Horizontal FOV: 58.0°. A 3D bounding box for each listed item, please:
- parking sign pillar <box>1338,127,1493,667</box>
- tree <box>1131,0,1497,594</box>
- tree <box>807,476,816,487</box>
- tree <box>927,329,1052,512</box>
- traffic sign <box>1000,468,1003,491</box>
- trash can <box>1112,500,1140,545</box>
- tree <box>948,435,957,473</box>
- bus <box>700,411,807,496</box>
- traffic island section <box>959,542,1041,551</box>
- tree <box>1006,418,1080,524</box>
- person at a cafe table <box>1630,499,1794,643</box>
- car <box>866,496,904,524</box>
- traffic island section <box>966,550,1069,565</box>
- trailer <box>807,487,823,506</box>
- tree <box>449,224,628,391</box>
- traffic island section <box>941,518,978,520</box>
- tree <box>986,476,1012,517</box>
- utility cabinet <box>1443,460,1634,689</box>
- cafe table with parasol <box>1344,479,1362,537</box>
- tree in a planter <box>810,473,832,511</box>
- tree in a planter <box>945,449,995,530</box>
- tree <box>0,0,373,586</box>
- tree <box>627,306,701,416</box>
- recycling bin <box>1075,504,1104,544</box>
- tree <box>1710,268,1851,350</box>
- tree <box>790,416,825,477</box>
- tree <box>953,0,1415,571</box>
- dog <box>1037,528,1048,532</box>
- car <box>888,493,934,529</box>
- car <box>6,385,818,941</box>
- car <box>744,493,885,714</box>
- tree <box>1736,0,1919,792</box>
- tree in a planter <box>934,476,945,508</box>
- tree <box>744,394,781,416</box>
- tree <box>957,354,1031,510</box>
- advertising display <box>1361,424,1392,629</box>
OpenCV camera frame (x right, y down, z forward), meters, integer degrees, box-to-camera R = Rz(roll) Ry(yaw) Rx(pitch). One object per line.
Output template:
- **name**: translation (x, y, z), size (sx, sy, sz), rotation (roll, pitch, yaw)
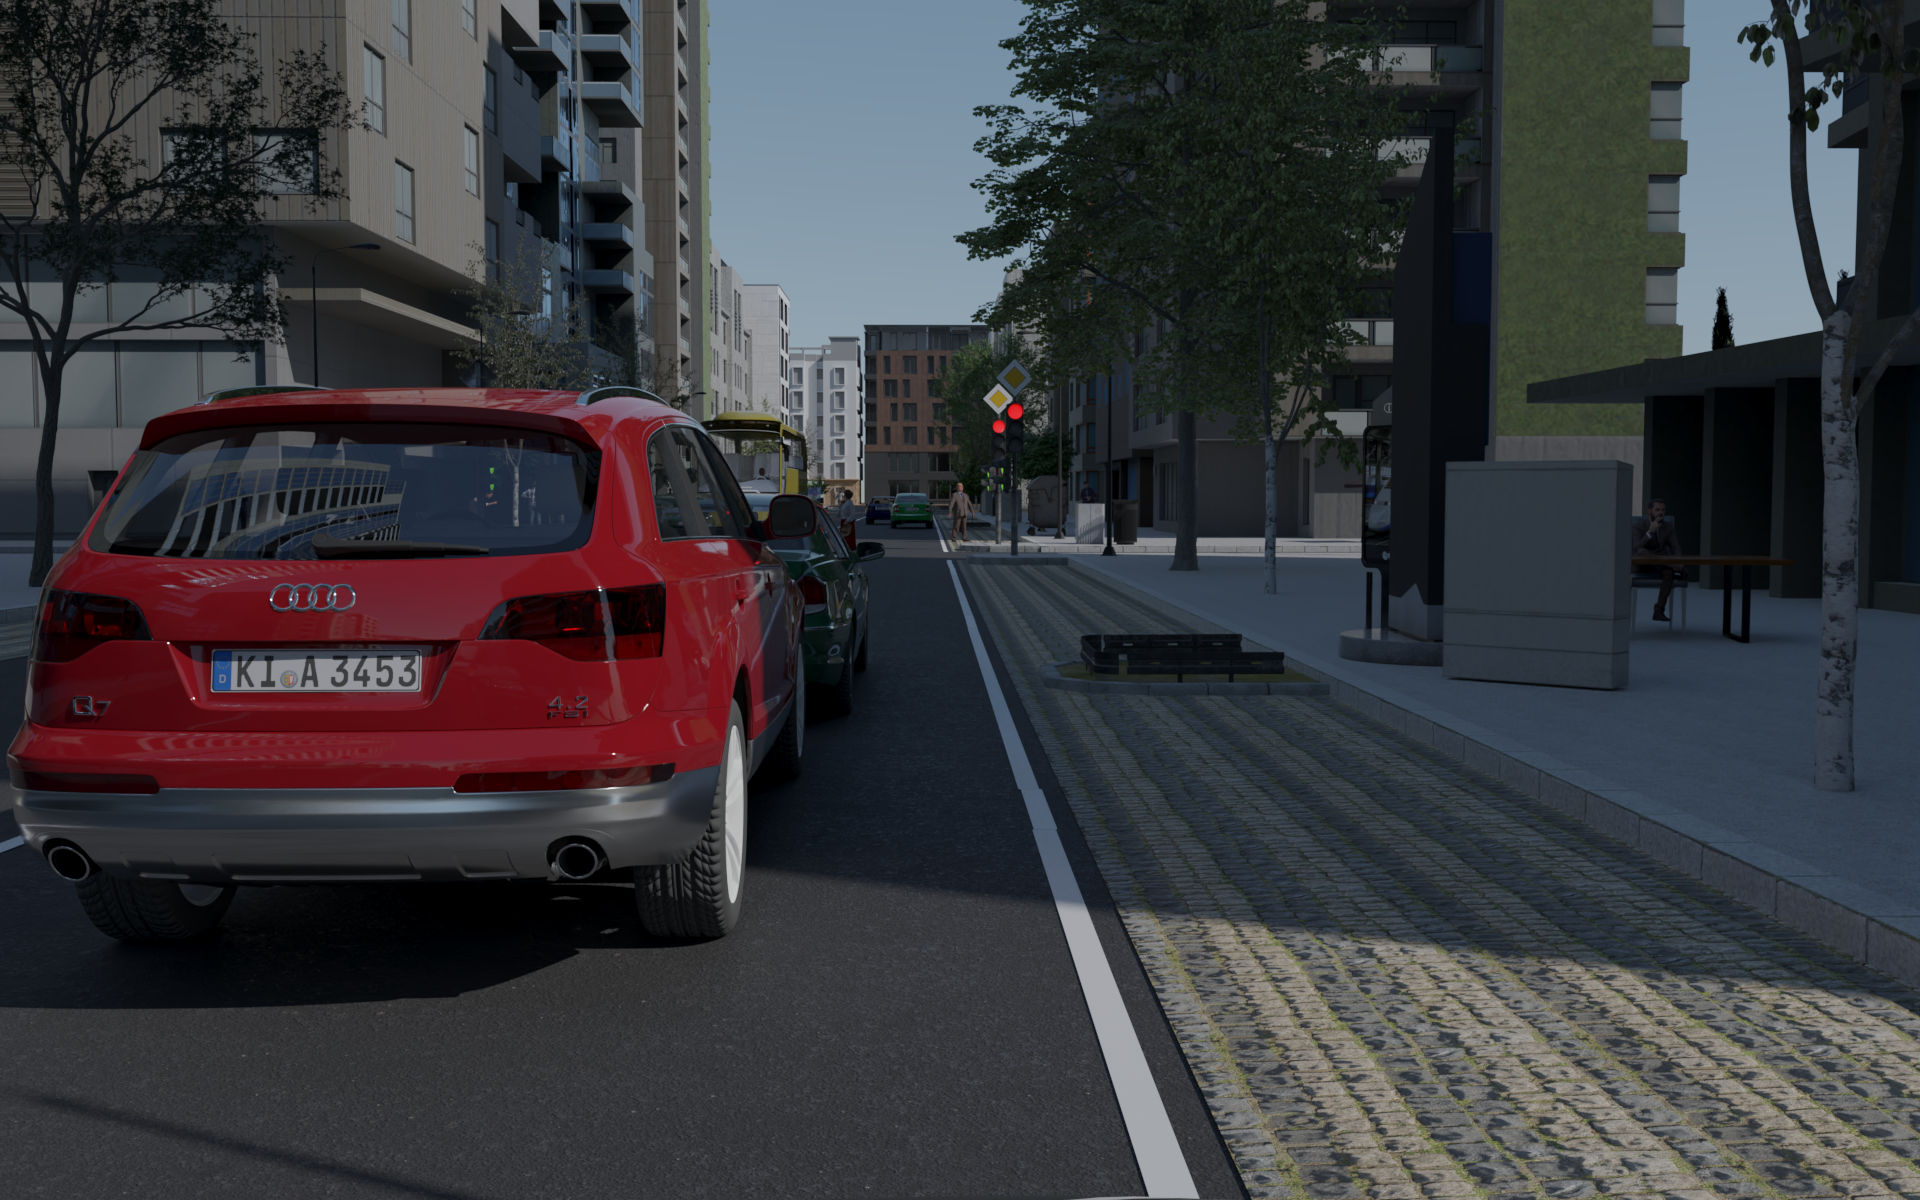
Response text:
- **parking sign pillar**: translation (3.704, -1.528, 13.452), size (1.447, 3.967, 1.447), rotation (0, 4, 1)
- **tree**: translation (4.171, -4.370, 21.811), size (4.737, 8.622, 4.395), rotation (0, 3, 0)
- **tree**: translation (-15.909, -11.821, 187.879), size (1.663, 3.219, 1.824), rotation (0, 3, 0)
- **tree**: translation (2.235, -11.165, 108.307), size (9.928, 11.665, 9.643), rotation (0, 3, 0)
- **traffic sign**: translation (2.010, -5.239, 85.767), size (0.768, 2.556, 0.104), rotation (0, 4, 1)
- **trash can**: translation (4.187, -1.969, 43.852), size (0.748, 1.137, 0.748), rotation (0, 3, 0)
- **tree**: translation (1.630, -11.242, 134.175), size (4.737, 8.622, 4.395), rotation (0, 3, 0)
- **bus**: translation (-6.445, -3.868, 54.793), size (2.896, 3.916, 12.252), rotation (0, 4, -2)
- **traffic island section**: translation (0.998, -1.338, 44.155), size (2.009, 0.180, 2.903), rotation (0, 4, -1)
- **tree**: translation (3.603, -5.582, 74.985), size (4.285, 4.588, 4.351), rotation (0, 3, 0)
- **person at a cafe table**: translation (6.404, -0.295, 15.680), size (1.698, 1.238, 1.726), rotation (1, 4, 12)
- **car**: translation (-3.582, -4.310, 83.043), size (1.945, 1.354, 3.894), rotation (0, 4, 1)
- **traffic island section**: translation (1.157, -0.850, 36.172), size (2.009, 0.180, 2.903), rotation (0, 4, -1)
- **trailer**: translation (-11.919, -8.129, 139.950), size (1.471, 1.999, 3.904), rotation (0, 4, 1)
- **tree**: translation (-12.299, -5.989, 48.280), size (4.360, 8.622, 3.978), rotation (0, 3, 0)
- **traffic island section**: translation (-0.049, -4.466, 95.883), size (1.991, 0.108, 1.994), rotation (0, 4, -1)
- **tree**: translation (2.190, -6.390, 99.078), size (1.663, 3.219, 1.824), rotation (0, 3, 0)
- **utility cabinet**: translation (3.883, -0.183, 11.672), size (1.173, 1.500, 0.318), rotation (3, 5, 41)
- **cafe table with parasol**: translation (11.475, -2.506, 45.838), size (2.610, 1.966, 2.610), rotation (3, 4, 39)
- **tree in a planter**: translation (-11.839, -9.118, 146.303), size (1.991, 3.239, 1.994), rotation (0, 4, -1)
- **tree in a planter**: translation (0.501, -4.373, 68.720), size (1.991, 3.239, 1.994), rotation (0, 4, -1)
- **tree**: translation (-12.430, -5.457, 23.637), size (7.601, 10.594, 8.767), rotation (1, 4, 11)
- **tree**: translation (-12.547, -7.157, 67.382), size (4.360, 8.622, 3.978), rotation (0, 3, 0)
- **recycling bin**: translation (3.349, -1.972, 44.793), size (0.722, 1.027, 0.722), rotation (0, 4, 0)
- **tree**: translation (53.369, -12.651, 108.664), size (13.155, 14.587, 18.604), rotation (-3, 5, -43)
- **tree**: translation (-14.915, -13.095, 164.466), size (4.360, 8.622, 3.978), rotation (0, 3, 0)
- **tree**: translation (3.742, -6.793, 29.187), size (7.486, 12.596, 7.792), rotation (0, 3, 0)
- **dog**: translation (2.857, -2.522, 58.962), size (0.550, 0.427, 0.748), rotation (2, 4, 33)
- **car**: translation (-2.057, -3.954, 73.438), size (1.959, 1.807, 4.718), rotation (0, 4, -2)
- **car**: translation (-1.765, 0.095, 7.116), size (2.281, 1.827, 5.304), rotation (0, 4, -1)
- **car**: translation (-1.629, -0.054, 12.675), size (2.131, 1.459, 4.920), rotation (0, 4, -1)
- **tree**: translation (3.743, -3.467, 7.045), size (4.360, 8.622, 3.978), rotation (0, 3, 0)
- **tree in a planter**: translation (-1.583, -10.765, 173.226), size (1.991, 3.239, 1.994), rotation (0, 4, -1)
- **tree**: translation (-14.849, -10.783, 126.661), size (4.737, 8.622, 4.395), rotation (0, 3, 0)
- **tree**: translation (2.744, -8.555, 90.240), size (4.737, 8.622, 4.395), rotation (0, 3, 0)
- **advertising display**: translation (4.051, -0.659, 15.993), size (0.123, 1.923, 0.974), rotation (-2, 4, -23)
